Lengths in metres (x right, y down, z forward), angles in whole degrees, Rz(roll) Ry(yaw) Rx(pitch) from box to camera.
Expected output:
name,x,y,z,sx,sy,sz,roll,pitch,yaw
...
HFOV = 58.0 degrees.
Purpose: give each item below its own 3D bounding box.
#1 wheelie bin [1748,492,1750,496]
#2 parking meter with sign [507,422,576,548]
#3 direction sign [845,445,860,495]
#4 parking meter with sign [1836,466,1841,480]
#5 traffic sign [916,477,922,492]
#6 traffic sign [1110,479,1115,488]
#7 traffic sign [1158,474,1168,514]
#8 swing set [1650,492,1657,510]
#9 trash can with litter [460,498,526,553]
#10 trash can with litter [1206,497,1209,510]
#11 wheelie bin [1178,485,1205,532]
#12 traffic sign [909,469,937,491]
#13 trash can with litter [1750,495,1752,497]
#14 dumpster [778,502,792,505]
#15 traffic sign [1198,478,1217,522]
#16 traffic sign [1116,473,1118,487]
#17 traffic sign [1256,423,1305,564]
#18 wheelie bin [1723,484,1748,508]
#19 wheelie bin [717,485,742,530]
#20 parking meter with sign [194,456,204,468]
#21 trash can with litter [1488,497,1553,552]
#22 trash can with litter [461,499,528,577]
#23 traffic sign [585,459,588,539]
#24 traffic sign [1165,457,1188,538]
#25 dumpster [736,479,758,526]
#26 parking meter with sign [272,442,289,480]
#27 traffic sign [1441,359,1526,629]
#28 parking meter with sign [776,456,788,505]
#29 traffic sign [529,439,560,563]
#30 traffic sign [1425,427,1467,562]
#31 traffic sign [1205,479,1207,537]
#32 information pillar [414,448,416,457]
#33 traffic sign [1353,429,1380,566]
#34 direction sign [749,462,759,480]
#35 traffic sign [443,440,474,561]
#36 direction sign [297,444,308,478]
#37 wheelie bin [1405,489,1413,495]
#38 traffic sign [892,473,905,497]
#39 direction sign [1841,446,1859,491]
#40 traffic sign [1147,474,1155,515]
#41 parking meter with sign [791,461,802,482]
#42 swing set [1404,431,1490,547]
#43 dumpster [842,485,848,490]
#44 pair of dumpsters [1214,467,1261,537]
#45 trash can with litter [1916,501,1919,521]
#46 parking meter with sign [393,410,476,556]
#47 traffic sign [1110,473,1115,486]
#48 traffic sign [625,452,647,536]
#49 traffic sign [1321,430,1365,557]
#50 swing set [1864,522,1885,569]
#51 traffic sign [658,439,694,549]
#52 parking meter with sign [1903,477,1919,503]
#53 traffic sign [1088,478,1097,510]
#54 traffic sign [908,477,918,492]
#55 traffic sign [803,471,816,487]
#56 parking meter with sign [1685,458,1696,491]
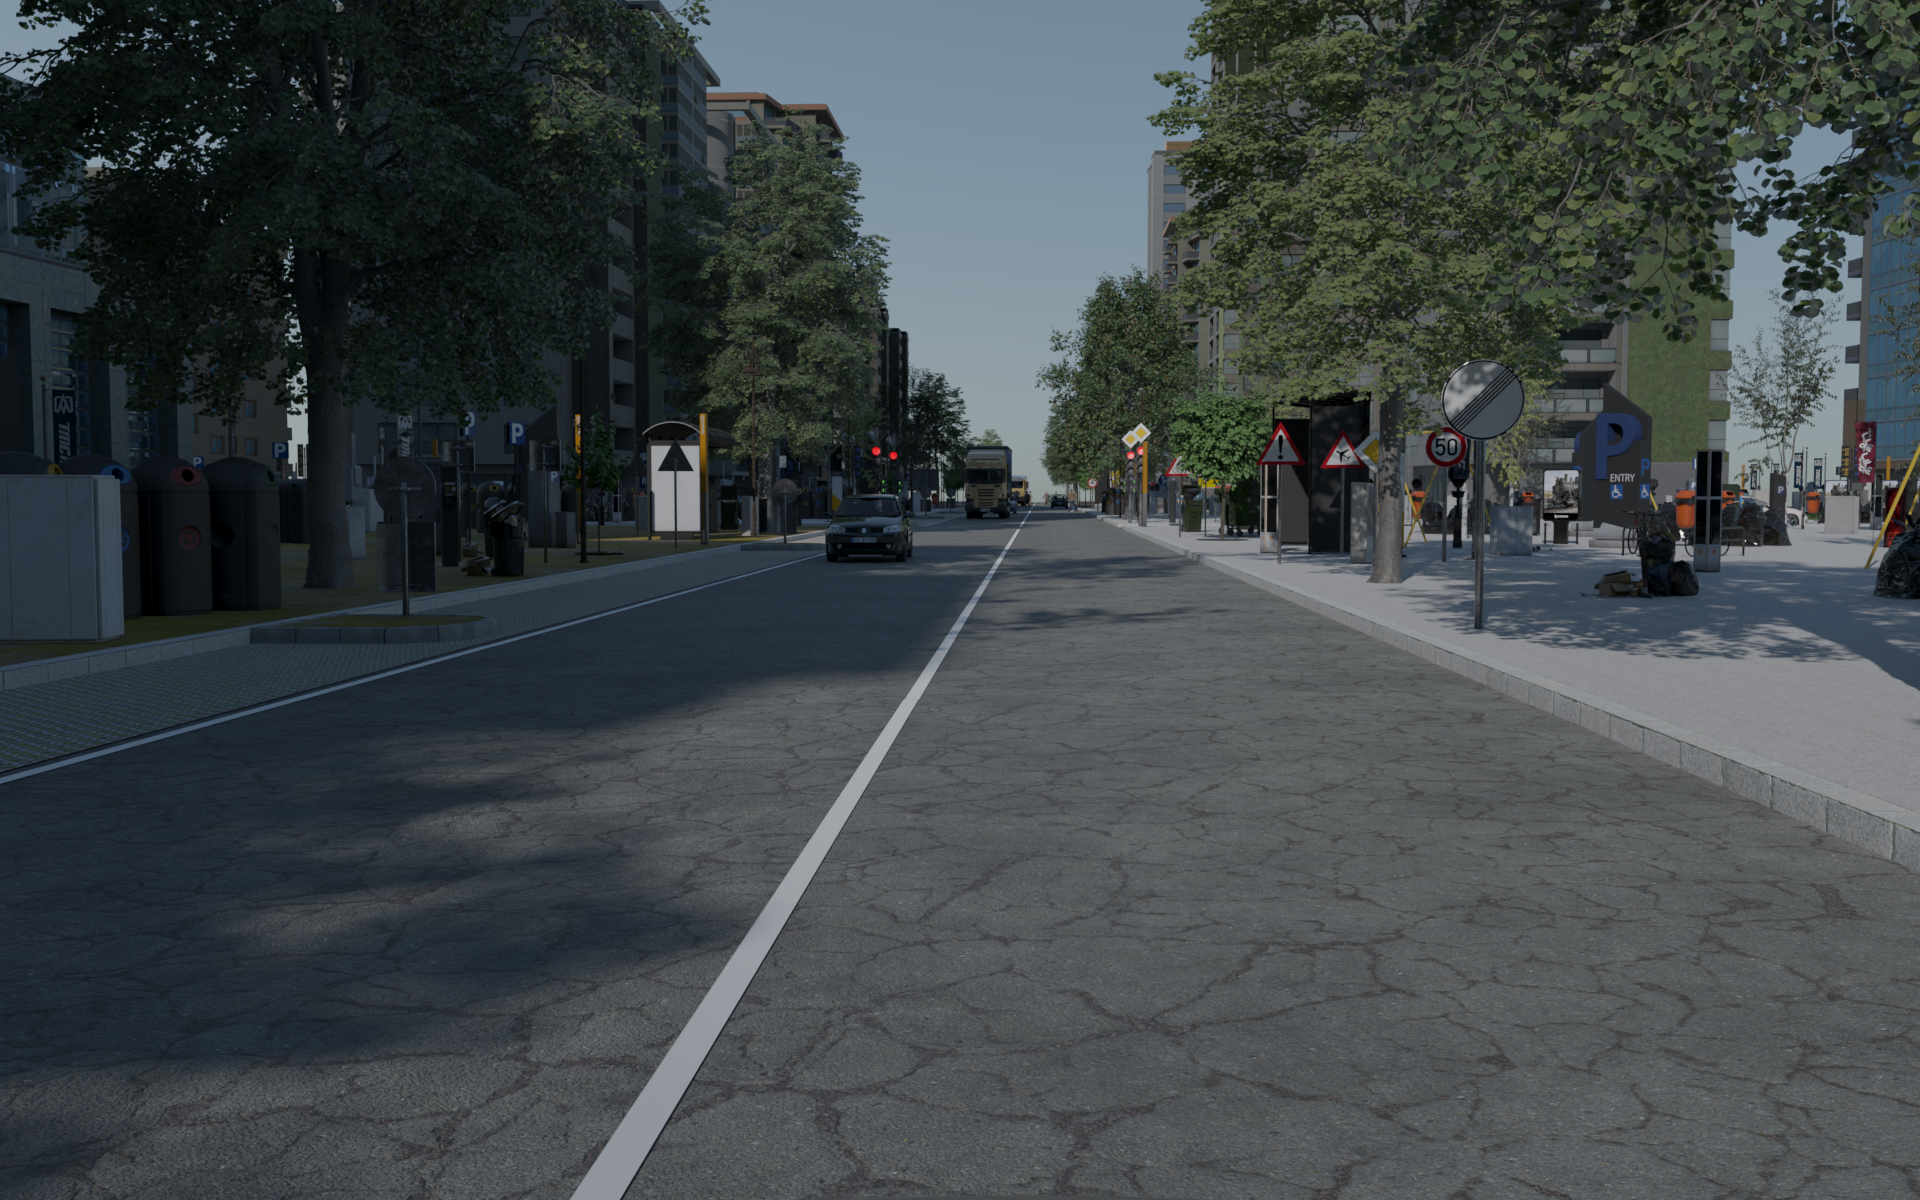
name,x,y,z,sx,sy,sz,roll,pitch,yaw
wheelie bin,49.464,-6.210,109.433,0.693,1.594,0.980,-2,4,-26
parking meter with sign,-10.009,-2.772,41.582,1.738,3.016,0.543,2,4,28
direction sign,-4.959,-5.389,80.105,0.876,3.537,0.379,-3,5,-41
parking meter with sign,55.502,-6.864,108.482,0.543,3.016,1.738,0,4,2
traffic sign,-3.360,-8.182,133.777,0.884,2.594,0.081,1,4,8
traffic sign,12.909,-9.094,148.694,0.884,2.594,0.081,0,4,5
traffic sign,13.082,-6.786,111.060,0.768,2.556,0.104,1,4,10
swing set,24.047,-4.051,63.851,2.862,2.851,3.119,0,4,-6
trash can with litter,-10.640,-1.633,37.757,2.233,1.210,1.678,0,4,-6
trash can with litter,19.910,-7.824,139.309,1.055,1.170,0.624,-2,4,-28
wheelie bin,7.840,-3.082,58.304,0.980,1.594,0.693,0,4,-5
traffic sign,-3.018,-8.956,140.311,2.265,3.308,0.079,1,4,9
trash can with litter,40.849,-4.812,89.733,1.678,1.210,2.233,2,4,28
dumpster,-8.486,-4.750,83.428,1.264,1.857,1.865,0,4,3
traffic sign,11.868,-5.153,78.120,2.265,3.308,0.079,1,4,10
traffic sign,14.034,-9.209,144.444,2.265,3.308,0.079,0,4,4
traffic sign,5.863,-1.940,31.728,0.884,2.594,0.081,1,4,9
wheelie bin,23.918,-2.824,54.076,0.980,1.594,0.693,1,4,18
wheelie bin,-8.396,-3.357,62.798,0.980,1.594,0.693,0,4,-5
parking meter with sign,-35.406,-5.191,81.126,0.543,3.016,1.738,0,4,-5
trash can with litter,12.605,-1.727,39.288,1.678,1.210,2.233,1,4,10
trash can with litter,-7.295,-0.959,27.064,1.055,1.170,0.624,1,4,13
traffic sign,-10.746,-3.025,49.560,0.768,2.556,0.104,1,4,12
traffic sign,6.492,-3.124,51.079,0.884,2.594,0.081,1,4,11
dumpster,-8.294,-3.870,69.034,1.264,1.857,1.865,0,4,3
parking meter with sign,-22.954,-3.752,57.605,0.543,3.016,1.738,0,4,4
traffic sign,4.941,-0.998,16.429,0.768,2.556,0.104,1,4,12
parking meter with sign,-8.613,-5.006,78.103,1.738,3.016,0.543,-3,5,-43
traffic sign,-7.703,-1.836,32.149,0.606,2.300,0.079,1,4,10
traffic sign,9.189,-2.000,32.798,0.768,2.556,0.104,1,4,9
traffic sign,7.373,-3.108,51.998,0.795,2.450,0.064,1,4,10
information pillar,-27.671,-5.905,87.894,0.183,3.616,0.504,0,4,-1
traffic sign,7.366,-1.808,30.754,0.795,2.450,0.064,0,4,5
direction sign,-14.376,-7.923,121.543,0.876,3.537,0.379,-2,4,-30
traffic sign,-9.538,-1.887,32.977,0.606,2.300,0.079,0,4,5
direction sign,-29.584,-5.276,78.266,0.876,3.537,0.379,2,4,27
wheelie bin,27.602,-6.040,106.662,0.693,1.594,0.980,2,4,35
traffic sign,-3.731,-6.387,104.540,0.768,2.556,0.104,0,4,7
direction sign,41.718,-5.450,81.097,0.876,3.537,0.379,2,4,30
traffic sign,11.787,-6.592,107.893,0.768,2.556,0.104,0,4,6
parking meter with sign,-9.325,-5.866,92.175,1.738,3.016,0.543,-1,4,-12
swing set,11.533,-2.801,43.410,2.862,2.851,3.119,-1,4,-22
dumpster,-7.284,-6.291,108.618,1.264,1.857,1.865,0,4,3
pair of dumpsters,8.828,-3.117,53.455,1.574,2.255,4.437,0,4,3
trash can with litter,18.419,-1.300,32.313,2.233,1.210,1.678,-1,4,-23
parking meter with sign,-11.015,-2.442,36.185,1.738,3.016,0.543,1,4,13
traffic sign,13.413,-9.625,151.249,2.265,3.308,0.079,0,4,3
traffic sign,-9.897,-3.250,53.140,0.884,2.594,0.081,1,4,11
traffic sign,7.804,-2.162,35.355,0.884,2.594,0.081,0,4,5
swing set,17.488,-1.915,28.925,3.119,2.851,2.862,-1,4,-23
traffic sign,-6.678,-2.487,40.669,0.884,2.594,0.081,1,4,10
parking meter with sign,69.681,-7.982,126.771,1.738,3.016,0.543,0,4,-8
traffic sign,10.451,-8.352,136.666,0.768,2.556,0.104,1,4,11
traffic sign,-3.486,-7.864,128.678,0.768,2.556,0.104,1,4,11
traffic sign,-8.416,-5.923,96.939,0.768,2.556,0.104,0,4,4
parking meter with sign,35.840,-5.415,84.791,0.543,3.016,1.738,0,4,5
